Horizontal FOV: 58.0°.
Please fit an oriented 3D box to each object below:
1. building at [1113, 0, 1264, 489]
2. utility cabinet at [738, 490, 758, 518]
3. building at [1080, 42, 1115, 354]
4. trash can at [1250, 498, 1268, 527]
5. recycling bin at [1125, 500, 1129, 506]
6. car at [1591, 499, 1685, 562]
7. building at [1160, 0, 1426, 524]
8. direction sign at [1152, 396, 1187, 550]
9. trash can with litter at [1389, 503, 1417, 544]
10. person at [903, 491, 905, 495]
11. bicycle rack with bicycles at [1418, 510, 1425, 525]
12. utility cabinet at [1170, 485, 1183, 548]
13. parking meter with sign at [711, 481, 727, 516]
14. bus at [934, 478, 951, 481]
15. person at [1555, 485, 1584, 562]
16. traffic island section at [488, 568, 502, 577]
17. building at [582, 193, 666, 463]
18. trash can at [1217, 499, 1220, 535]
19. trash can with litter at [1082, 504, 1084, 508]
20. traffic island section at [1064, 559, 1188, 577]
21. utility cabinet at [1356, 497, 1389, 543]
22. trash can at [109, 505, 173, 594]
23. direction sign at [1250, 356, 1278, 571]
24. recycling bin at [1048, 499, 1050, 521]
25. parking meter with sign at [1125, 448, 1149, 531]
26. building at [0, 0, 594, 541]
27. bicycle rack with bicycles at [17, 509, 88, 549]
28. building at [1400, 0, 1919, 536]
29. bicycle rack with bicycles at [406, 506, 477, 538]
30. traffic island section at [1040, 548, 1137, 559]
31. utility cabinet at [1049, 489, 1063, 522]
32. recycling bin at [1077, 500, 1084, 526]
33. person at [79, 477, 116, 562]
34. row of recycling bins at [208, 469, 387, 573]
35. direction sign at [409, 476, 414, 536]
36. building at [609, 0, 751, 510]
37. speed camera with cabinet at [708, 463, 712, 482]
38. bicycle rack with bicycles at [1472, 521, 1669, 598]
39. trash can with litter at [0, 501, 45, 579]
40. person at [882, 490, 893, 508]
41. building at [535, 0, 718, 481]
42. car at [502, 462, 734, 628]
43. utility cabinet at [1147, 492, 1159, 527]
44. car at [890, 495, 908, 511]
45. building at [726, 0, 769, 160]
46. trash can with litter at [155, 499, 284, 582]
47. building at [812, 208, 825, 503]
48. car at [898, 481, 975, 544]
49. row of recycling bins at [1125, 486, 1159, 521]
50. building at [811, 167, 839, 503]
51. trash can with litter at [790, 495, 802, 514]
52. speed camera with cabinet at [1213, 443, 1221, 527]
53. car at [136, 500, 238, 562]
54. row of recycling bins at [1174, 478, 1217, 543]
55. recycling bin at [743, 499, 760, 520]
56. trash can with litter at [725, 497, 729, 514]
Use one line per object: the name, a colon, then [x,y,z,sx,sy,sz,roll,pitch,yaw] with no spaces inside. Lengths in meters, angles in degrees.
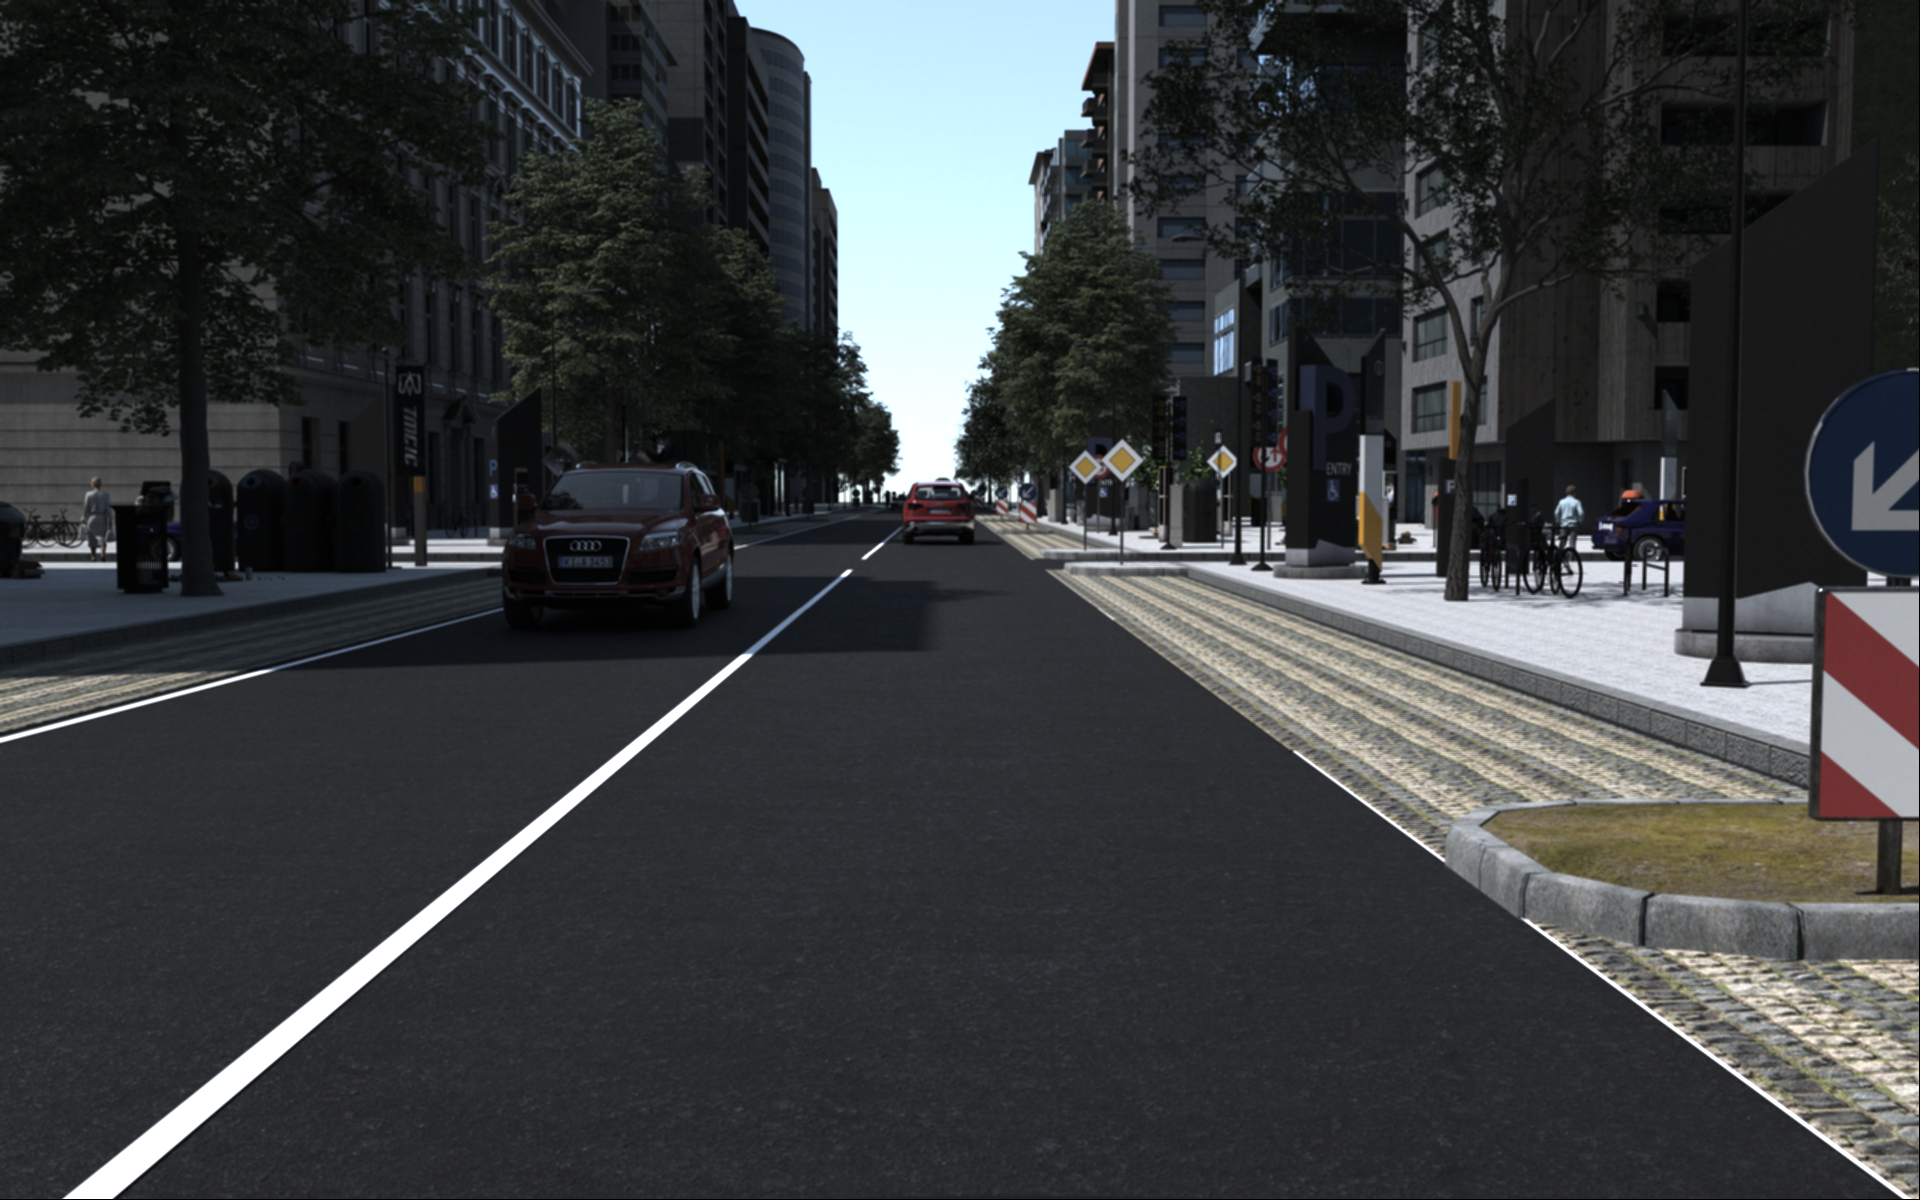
building: [22.870,-36.488,138.577,21.231,58.520,28.212,0,4,-1]
utility cabinet: [-11.321,-5.131,92.574,1.173,1.500,0.318,3,4,36]
building: [23.140,-31.385,167.770,22.147,44.769,28.867,0,4,-1]
trash can: [11.704,-3.436,67.825,0.748,1.137,0.748,0,3,0]
recycling bin: [6.906,-3.481,69.468,0.722,1.027,0.722,-2,4,-25]
car: [15.130,-1.404,35.539,3.894,1.354,1.945,0,4,0]
building: [23.236,-47.405,87.742,22.319,86.520,31.000,0,4,-1]
direction sign: [4.826,-2.937,40.016,0.876,3.537,0.379,-1,4,-20]
trash can with litter: [11.184,-2.032,44.605,1.055,1.170,0.624,0,4,-6]
person: [-8.506,-15.643,263.900,0.705,1.869,1.348,1,4,16]
bicycle rack with bicycles: [21.023,-3.632,72.763,2.925,0.926,2.852,2,4,31]
utility cabinet: [5.166,-2.005,41.459,0.318,1.500,1.173,0,4,5]
parking meter with sign: [-14.417,-6.528,102.999,0.543,3.016,1.738,-3,5,-43]
bus: [-2.571,-16.354,258.933,2.896,3.916,12.252,0,4,0]
person: [12.028,-1.458,34.155,0.330,1.601,0.589,-3,5,-43]
traffic island section: [-7.148,-0.546,31.215,2.009,0.180,2.903,0,4,-1]
building: [-23.298,-14.393,99.956,10.561,19.102,19.286,0,4,-1]
trash can: [8.238,-2.639,54.798,0.748,1.137,0.748,0,3,0]
trash can with litter: [5.010,-3.161,63.068,1.055,1.170,0.624,-1,4,-13]
traffic island section: [2.943,-0.552,31.314,2.009,0.180,2.903,0,4,-1]
utility cabinet: [9.767,-1.859,41.554,1.020,1.237,0.306,1,4,14]
trash can: [-10.612,-0.662,22.472,0.748,1.137,0.748,0,3,0]
direction sign: [5.065,-2.258,28.919,0.379,3.537,0.876,3,4,38]
recycling bin: [4.601,-4.249,82.028,0.722,1.027,0.722,1,4,21]
parking meter with sign: [6.305,-3.985,61.410,0.543,3.016,1.738,2,4,34]
building: [-26.701,-17.828,67.901,17.030,29.872,44.131,0,4,-1]
bicycle rack with bicycles: [-22.050,-1.701,41.186,2.852,0.926,2.925,3,5,41]
building: [23.051,-17.374,55.774,14.107,30.474,14.160,0,4,-1]
bicycle rack with bicycles: [-15.427,-2.282,50.699,2.852,0.926,2.925,0,4,-2]
traffic island section: [2.861,-1.041,39.299,2.009,0.180,2.903,0,4,-1]
utility cabinet: [4.403,-4.248,78.140,0.318,1.500,1.173,2,4,28]
recycling bin: [5.164,-3.505,69.865,0.722,1.027,0.722,2,4,25]
person: [-17.455,-1.598,34.981,0.694,1.780,0.624,-1,4,-18]
row of recycling bins: [-11.179,-1.319,28.679,3.534,1.692,1.069,1,4,9]
direction sign: [-16.855,-3.760,53.467,0.876,3.537,0.379,2,4,33]
building: [-28.533,-43.412,148.041,20.563,71.187,20.611,0,4,-1]
speed camera with cabinet: [-16.220,-7.025,109.193,0.660,3.252,2.038,-2,4,-28]
bicycle rack with bicycles: [7.953,-0.553,22.425,2.852,0.926,2.925,1,4,14]
trash can with litter: [-14.412,-0.923,26.473,1.055,1.170,0.624,2,4,27]
person: [-7.236,-10.013,172.175,1.348,1.831,0.705,2,4,24]
building: [-34.423,-26.552,126.011,32.217,40.220,23.993,0,4,-1]
car: [-3.865,-0.707,20.237,2.281,1.827,5.304,0,4,-1]
utility cabinet: [7.142,-3.597,67.487,1.173,1.500,0.318,3,4,36]
car: [-5.186,-8.519,151.859,1.945,1.354,3.894,0,4,-1]
building: [-30.391,-33.442,170.480,21.300,48.544,21.600,0,4,-1]
trash can with litter: [-11.384,-0.901,25.782,2.233,1.210,1.678,1,4,19]
building: [-26.428,-34.139,241.759,14.154,41.232,14.086,0,4,-1]
car: [-0.674,-2.576,50.787,2.281,1.827,5.304,0,4,-3]
row of recycling bins: [7.892,-4.642,83.002,3.534,1.692,1.069,2,4,29]
building: [-29.548,-38.891,259.572,21.300,48.544,21.600,0,4,-1]
trash can with litter: [-10.528,-6.242,113.113,1.678,1.210,2.233,0,3,0]
speed camera with cabinet: [9.949,-4.423,66.645,0.660,3.252,2.038,1,4,12]
car: [-14.793,-1.402,35.501,3.894,1.354,1.945,0,4,-1]
row of recycling bins: [6.346,-2.444,47.076,1.069,1.692,3.534,0,4,-1]
recycling bin: [-10.476,-4.548,86.906,0.722,1.027,0.722,-1,4,-21]
trash can with litter: [-11.027,-4.101,78.442,1.055,1.170,0.624,-2,4,-28]
